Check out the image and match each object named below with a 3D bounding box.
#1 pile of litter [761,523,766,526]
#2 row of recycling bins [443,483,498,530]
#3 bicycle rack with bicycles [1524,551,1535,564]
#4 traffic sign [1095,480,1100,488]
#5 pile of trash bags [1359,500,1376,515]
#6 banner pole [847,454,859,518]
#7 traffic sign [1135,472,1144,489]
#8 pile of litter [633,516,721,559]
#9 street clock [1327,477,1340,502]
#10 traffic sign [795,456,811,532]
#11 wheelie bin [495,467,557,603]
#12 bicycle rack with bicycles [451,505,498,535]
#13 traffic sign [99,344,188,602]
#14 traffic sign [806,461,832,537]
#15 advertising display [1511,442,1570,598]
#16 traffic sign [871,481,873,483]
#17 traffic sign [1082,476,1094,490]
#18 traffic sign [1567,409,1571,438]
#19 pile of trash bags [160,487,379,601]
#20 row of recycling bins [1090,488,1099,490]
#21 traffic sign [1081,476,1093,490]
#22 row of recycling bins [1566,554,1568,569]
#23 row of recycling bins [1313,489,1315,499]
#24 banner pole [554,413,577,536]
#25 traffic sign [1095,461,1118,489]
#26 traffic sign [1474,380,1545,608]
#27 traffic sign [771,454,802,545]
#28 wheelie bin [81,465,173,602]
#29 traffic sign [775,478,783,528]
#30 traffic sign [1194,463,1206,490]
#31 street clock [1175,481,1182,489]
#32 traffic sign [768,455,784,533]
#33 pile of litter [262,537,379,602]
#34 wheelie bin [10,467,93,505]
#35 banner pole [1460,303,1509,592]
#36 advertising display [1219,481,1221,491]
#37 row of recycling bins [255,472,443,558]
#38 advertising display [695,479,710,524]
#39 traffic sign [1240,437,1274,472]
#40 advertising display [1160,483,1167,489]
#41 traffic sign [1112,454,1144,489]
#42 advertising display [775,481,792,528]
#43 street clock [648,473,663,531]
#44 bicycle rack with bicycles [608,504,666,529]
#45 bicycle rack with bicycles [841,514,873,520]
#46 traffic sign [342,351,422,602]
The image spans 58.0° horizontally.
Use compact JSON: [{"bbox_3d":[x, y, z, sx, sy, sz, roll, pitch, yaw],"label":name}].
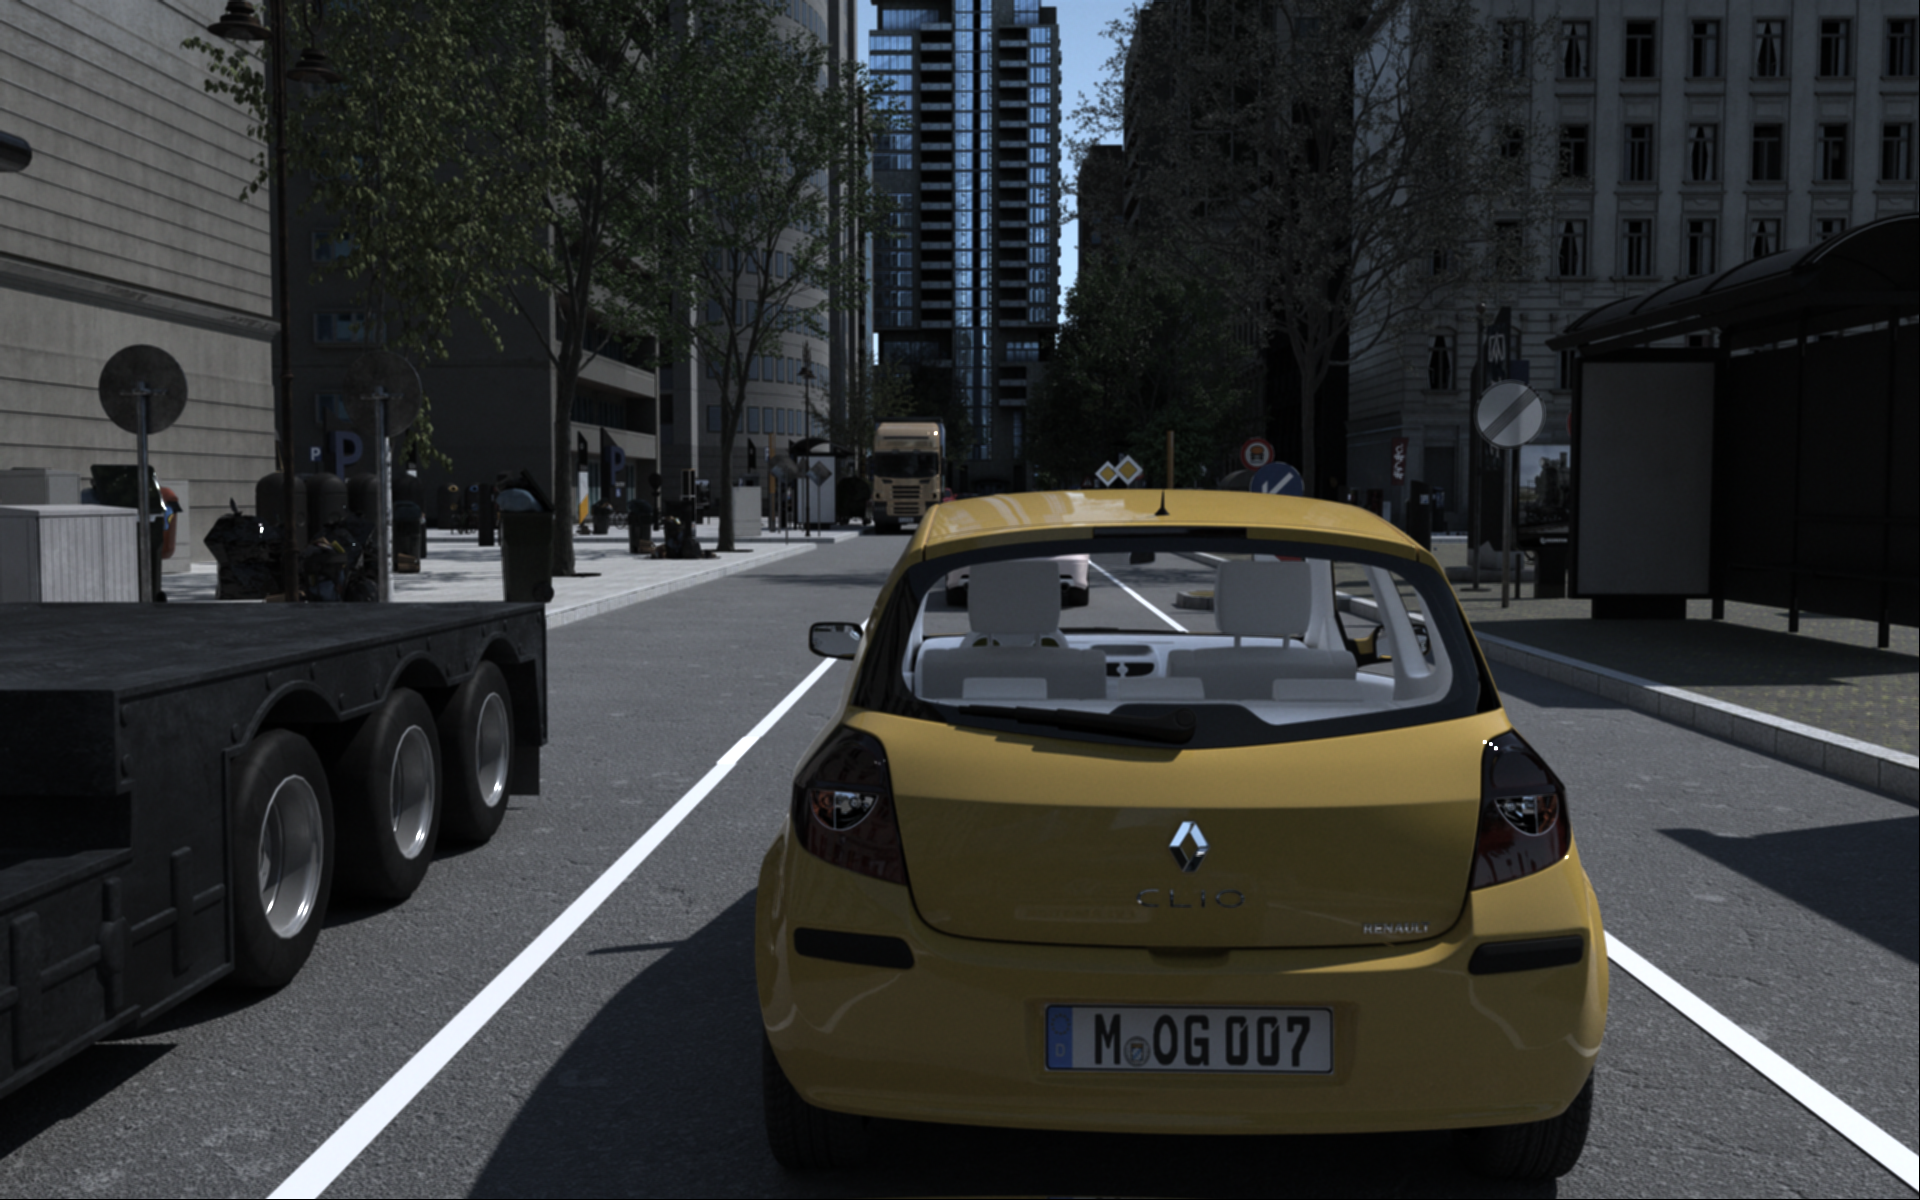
[{"bbox_3d":[-8.575,-3.444,70.272,1.176,0.858,1.719,-2,4,-32],"label":"pile of litter"},{"bbox_3d":[-17.203,-3.420,63.032,3.534,1.692,1.069,-1,4,-11],"label":"row of recycling bins"},{"bbox_3d":[10.992,-1.142,32.048,2.925,0.926,2.852,1,4,16],"label":"bicycle rack with bicycles"},{"bbox_3d":[9.540,-7.155,119.106,0.606,2.300,0.079,0,4,2],"label":"traffic sign"},{"bbox_3d":[27.981,-6.891,122.414,3.447,1.369,1.912,2,4,25],"label":"pile of trash bags"},{"bbox_3d":[-5.792,-6.391,94.516,0.863,3.779,0.401,-1,4,-12],"label":"banner pole"},{"bbox_3d":[6.357,-3.810,62.395,0.768,2.556,0.104,1,4,10],"label":"traffic sign"},{"bbox_3d":[-5.638,-1.255,34.489,1.719,0.858,1.176,2,4,26],"label":"pile of litter"},{"bbox_3d":[15.688,-4.176,72.840,0.471,2.002,0.358,2,4,33],"label":"street clock"},{"bbox_3d":[-5.325,-3.596,58.793,0.884,2.594,0.081,1,4,9],"label":"traffic sign"},{"bbox_3d":[-5.155,-0.773,20.539,0.693,1.594,0.980,-1,4,-18],"label":"wheelie bin"},{"bbox_3d":[-15.302,-2.590,55.722,2.852,0.926,2.925,1,4,14],"label":"bicycle rack with bicycles"},{"bbox_3d":[-6.963,-0.897,14.775,0.768,2.556,0.104,0,4,2],"label":"traffic sign"},{"bbox_3d":[-4.229,-2.957,51.983,0.795,2.450,0.064,0,4,1],"label":"traffic sign"},{"bbox_3d":[7.287,-0.987,21.347,0.974,1.923,0.123,0,4,-8],"label":"advertising display"},{"bbox_3d":[-5.216,-6.389,104.471,0.884,2.594,0.081,0,4,8],"label":"traffic sign"},{"bbox_3d":[8.943,-7.426,121.424,0.884,2.594,0.081,0,4,3],"label":"traffic sign"},{"bbox_3d":[7.997,-1.324,21.755,0.768,2.556,0.104,1,4,11],"label":"traffic sign"},{"bbox_3d":[-8.891,-0.736,21.788,3.447,1.369,1.912,1,4,11],"label":"pile of trash bags"},{"bbox_3d":[9.470,-6.605,115.100,1.069,1.692,3.534,2,4,27],"label":"row of recycling bins"},{"bbox_3d":[9.074,-7.574,123.833,0.884,2.594,0.081,0,4,4],"label":"traffic sign"},{"bbox_3d":[11.303,-1.311,28.547,1.069,1.692,3.534,-1,4,-23],"label":"row of recycling bins"},{"bbox_3d":[11.448,-3.440,63.362,3.534,1.692,1.069,-2,4,-23],"label":"row of recycling bins"},{"bbox_3d":[-12.146,-3.864,53.195,0.401,3.779,0.863,2,4,33],"label":"banner pole"},{"bbox_3d":[4.413,-2.944,51.776,0.795,2.450,0.064,0,4,1],"label":"traffic sign"},{"bbox_3d":[6.151,-1.183,19.455,0.768,2.556,0.104,0,4,8],"label":"traffic sign"},{"bbox_3d":[-4.402,-2.468,44.000,0.795,2.450,0.064,0,4,1],"label":"traffic sign"},{"bbox_3d":[-9.038,-0.658,18.671,0.693,1.594,0.980,3,5,44],"label":"wheelie bin"},{"bbox_3d":[-6.734,-3.863,65.296,0.606,2.300,0.079,0,4,4],"label":"traffic sign"},{"bbox_3d":[8.468,-3.804,62.308,0.768,2.556,0.104,0,4,2],"label":"traffic sign"},{"bbox_3d":[9.485,-4.321,75.211,0.471,2.002,0.358,-1,4,-20],"label":"street clock"},{"bbox_3d":[-5.898,-3.446,56.443,0.768,2.556,0.104,1,4,11],"label":"traffic sign"},{"bbox_3d":[-6.589,-0.225,17.643,1.719,0.858,1.176,-2,4,-25],"label":"pile of litter"},{"bbox_3d":[-11.179,-0.797,20.945,0.693,1.594,0.980,1,4,15],"label":"wheelie bin"},{"bbox_3d":[6.901,-1.995,22.632,0.401,3.779,0.863,-1,4,-15],"label":"banner pole"},{"bbox_3d":[13.515,-5.023,87.344,0.974,1.923,0.123,0,4,7],"label":"advertising display"},{"bbox_3d":[-11.859,-1.612,33.472,1.069,1.692,3.534,2,4,35],"label":"row of recycling bins"},{"bbox_3d":[-11.125,-4.188,73.687,0.974,1.923,0.123,-1,4,-15],"label":"advertising display"},{"bbox_3d":[6.691,-2.385,39.102,0.768,2.556,0.104,0,4,2],"label":"traffic sign"},{"bbox_3d":[10.178,-4.824,84.087,0.974,1.923,0.123,3,4,36],"label":"advertising display"},{"bbox_3d":[4.240,-2.456,43.793,0.795,2.450,0.064,0,4,1],"label":"traffic sign"},{"bbox_3d":[-6.794,-3.735,66.283,0.123,1.923,0.974,3,4,37],"label":"advertising display"},{"bbox_3d":[-10.623,-3.420,60.490,0.471,2.002,0.358,0,4,-1],"label":"street clock"},{"bbox_3d":[-11.789,-3.117,64.352,2.925,0.926,2.852,3,4,37],"label":"bicycle rack with bicycles"},{"bbox_3d":[-5.174,-4.296,83.622,2.925,0.926,2.852,0,4,-6],"label":"bicycle rack with bicycles"},{"bbox_3d":[-5.148,-0.936,15.413,0.768,2.556,0.104,1,4,11],"label":"traffic sign"}]
